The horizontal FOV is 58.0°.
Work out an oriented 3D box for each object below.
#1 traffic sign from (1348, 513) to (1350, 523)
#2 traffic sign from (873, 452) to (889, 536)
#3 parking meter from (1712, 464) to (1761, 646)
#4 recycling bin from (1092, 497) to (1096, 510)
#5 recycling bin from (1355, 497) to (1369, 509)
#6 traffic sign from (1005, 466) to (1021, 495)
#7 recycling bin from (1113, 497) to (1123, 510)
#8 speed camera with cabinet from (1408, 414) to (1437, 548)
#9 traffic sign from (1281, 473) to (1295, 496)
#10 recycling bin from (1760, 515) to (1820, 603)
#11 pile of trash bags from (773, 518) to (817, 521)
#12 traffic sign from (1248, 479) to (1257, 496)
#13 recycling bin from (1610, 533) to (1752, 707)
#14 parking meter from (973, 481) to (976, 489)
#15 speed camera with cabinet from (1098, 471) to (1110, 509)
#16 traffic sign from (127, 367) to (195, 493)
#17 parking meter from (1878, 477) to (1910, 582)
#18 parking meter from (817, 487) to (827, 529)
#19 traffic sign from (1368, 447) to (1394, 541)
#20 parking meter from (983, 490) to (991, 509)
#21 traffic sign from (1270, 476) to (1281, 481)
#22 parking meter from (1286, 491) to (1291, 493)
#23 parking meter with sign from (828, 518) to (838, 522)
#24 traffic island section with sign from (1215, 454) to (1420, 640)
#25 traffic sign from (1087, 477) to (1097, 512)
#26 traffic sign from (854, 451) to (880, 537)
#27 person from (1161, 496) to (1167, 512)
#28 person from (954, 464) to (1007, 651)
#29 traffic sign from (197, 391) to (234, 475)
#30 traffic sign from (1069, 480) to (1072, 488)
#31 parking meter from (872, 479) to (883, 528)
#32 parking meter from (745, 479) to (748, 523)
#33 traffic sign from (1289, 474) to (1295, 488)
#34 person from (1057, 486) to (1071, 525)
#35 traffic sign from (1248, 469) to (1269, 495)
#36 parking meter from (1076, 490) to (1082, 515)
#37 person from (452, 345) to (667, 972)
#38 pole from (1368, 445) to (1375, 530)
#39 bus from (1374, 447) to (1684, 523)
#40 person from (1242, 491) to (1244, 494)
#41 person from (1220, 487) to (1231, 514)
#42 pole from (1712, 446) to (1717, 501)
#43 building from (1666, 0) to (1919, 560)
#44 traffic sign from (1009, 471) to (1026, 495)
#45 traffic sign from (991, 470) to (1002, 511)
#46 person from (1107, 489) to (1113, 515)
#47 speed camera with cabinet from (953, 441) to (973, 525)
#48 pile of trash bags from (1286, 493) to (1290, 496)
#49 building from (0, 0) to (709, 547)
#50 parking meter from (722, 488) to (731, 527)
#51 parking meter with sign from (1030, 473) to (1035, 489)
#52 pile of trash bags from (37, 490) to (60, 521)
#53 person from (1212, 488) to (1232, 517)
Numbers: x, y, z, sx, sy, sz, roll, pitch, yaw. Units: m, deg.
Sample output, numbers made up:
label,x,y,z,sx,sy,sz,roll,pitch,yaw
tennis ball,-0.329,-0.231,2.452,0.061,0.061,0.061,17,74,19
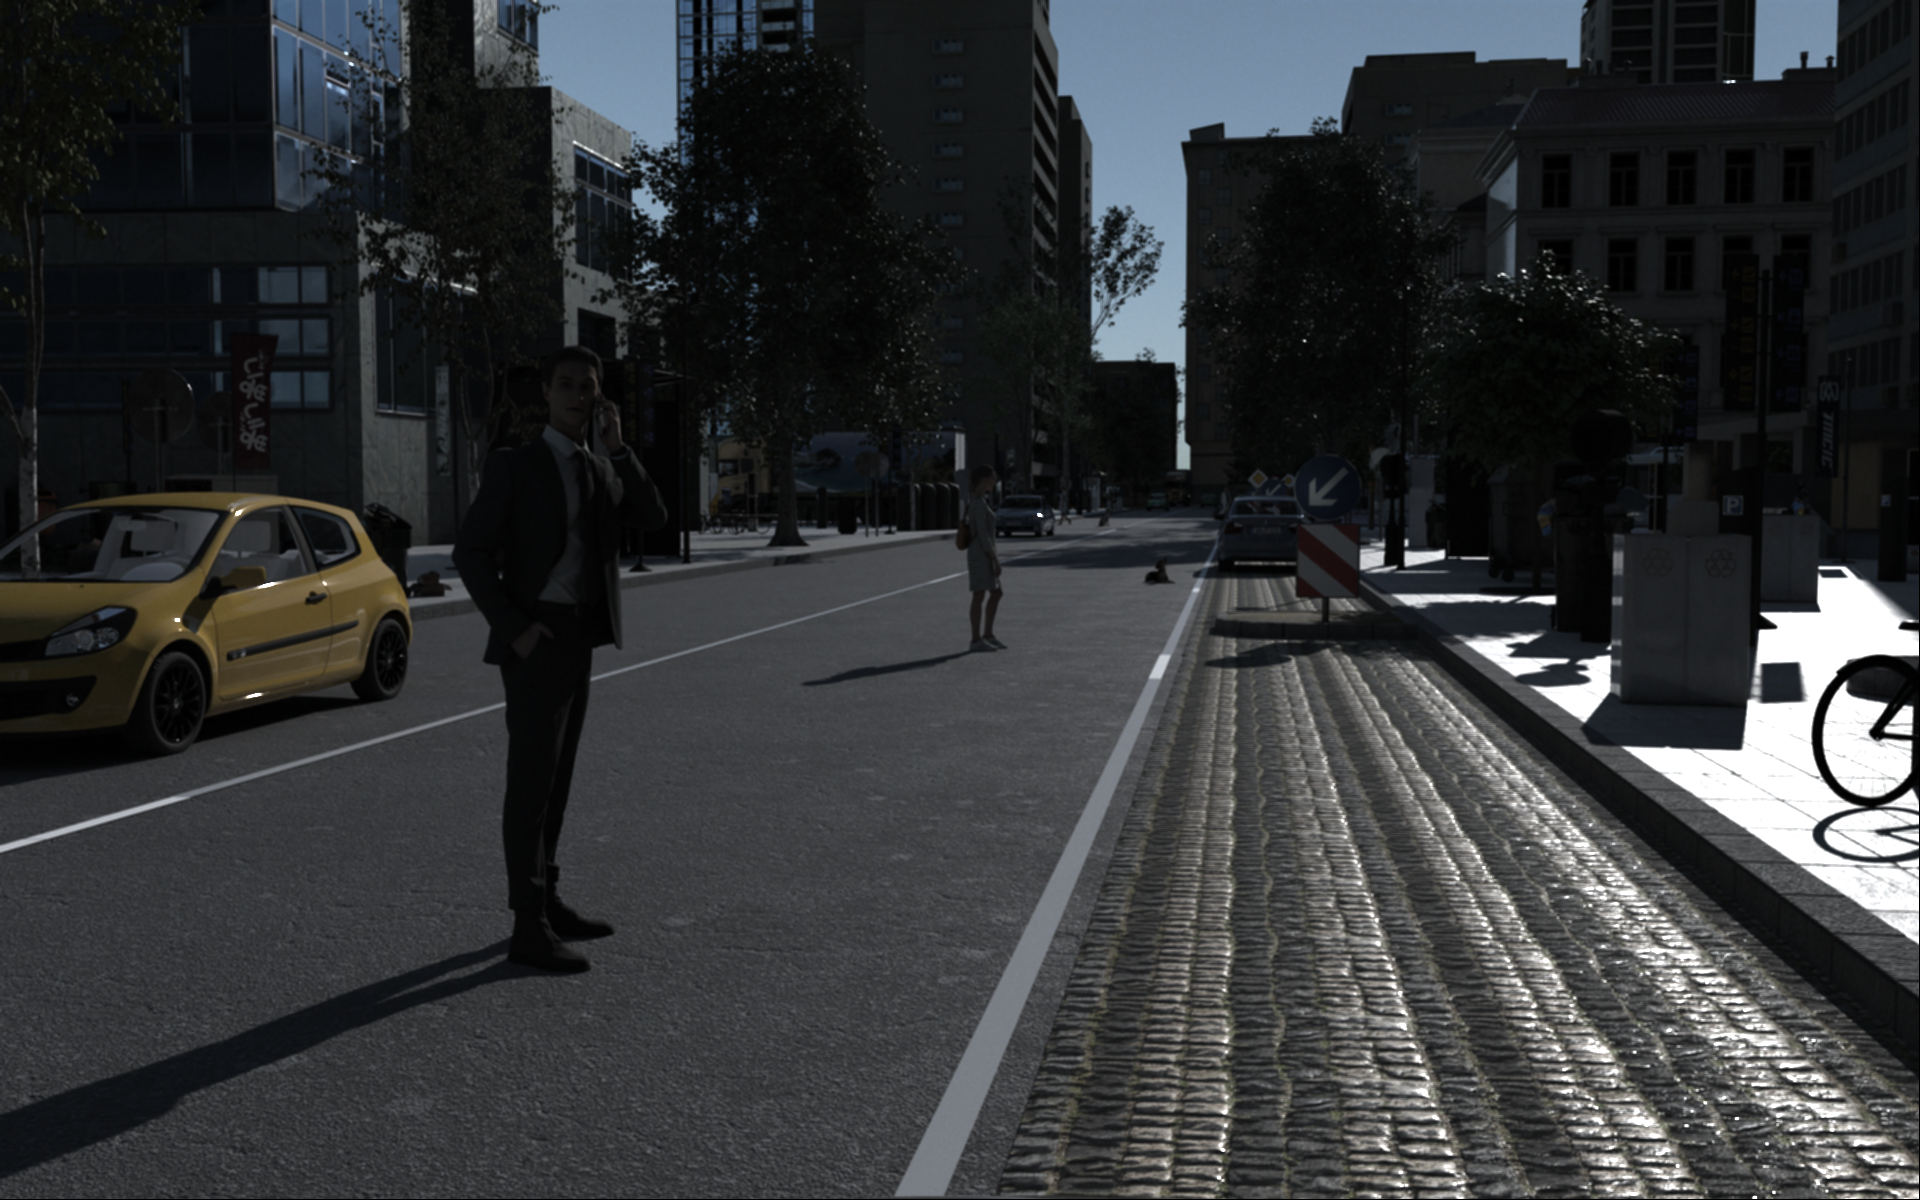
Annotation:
label,x,y,z,sx,sy,sz,roll,pitch,yaw
traffic sign,10.650,-2.830,47.450,0.795,2.450,0.064,1,4,10
traffic sign,-2.516,-3.202,52.466,0.768,2.556,0.104,1,4,13
parking meter,6.575,-0.385,14.713,0.372,1.533,0.369,0,3,0
recycling bin,10.417,-7.713,138.654,0.722,1.027,0.722,-1,4,-18
recycling bin,34.191,-8.223,146.992,0.722,1.027,0.722,-2,4,-25
traffic sign,2.390,-4.842,79.276,0.768,2.556,0.104,1,4,17
recycling bin,12.990,-7.999,143.339,0.722,1.027,0.722,-1,4,-18
speed camera with cabinet,11.282,-2.930,42.234,0.660,3.252,2.038,1,4,16
traffic sign,18.303,-5.836,96.604,0.795,2.450,0.064,1,4,18
recycling bin,9.806,-0.505,20.806,0.722,1.027,0.722,0,4,1
pile of trash bags,-7.583,-4.539,83.967,1.912,1.369,3.447,2,4,31
traffic sign,12.850,-4.371,75.105,0.795,2.450,0.064,1,4,9
recycling bin,4.483,0.107,10.809,0.722,1.027,0.722,1,4,15
parking meter,0.793,-4.326,76.438,0.399,1.863,0.255,-3,5,-42
speed camera with cabinet,11.821,-9.351,147.217,2.038,3.252,0.660,1,4,13
traffic sign,-8.051,-1.060,17.435,0.768,2.556,0.104,1,4,12
parking meter,13.715,-1.042,25.443,0.372,1.533,0.369,0,3,0
parking meter,-5.116,-3.409,64.141,0.372,1.533,0.369,0,3,0
traffic sign,11.442,-2.869,47.011,0.768,2.556,0.104,1,4,14
parking meter,1.111,-3.749,69.703,0.372,1.533,0.369,0,3,0
traffic sign,21.828,-7.336,120.056,0.768,2.556,0.104,1,4,10
parking meter,23.776,-7.162,125.510,0.372,1.533,0.369,0,3,0
parking meter with sign,-5.418,-5.198,81.249,1.738,3.016,0.543,-1,4,-22
traffic island section with sign,3.662,-0.571,17.967,1.989,1.847,2.006,1,4,9
traffic sign,9.538,-7.696,125.932,0.768,2.556,0.104,1,4,17
traffic sign,-2.772,-3.146,51.539,0.768,2.556,0.104,1,4,10
person,16.490,-7.780,139.950,0.590,1.304,0.306,-3,4,-36
person,0.204,-0.386,15.807,0.522,1.701,0.512,0,4,-7
traffic sign,-9.115,-1.303,21.411,0.768,2.556,0.104,1,4,16
traffic sign,7.972,-7.697,127.974,0.606,2.300,0.079,1,4,10
parking meter,-3.153,-3.683,65.935,0.399,1.863,0.255,-1,4,-13
parking meter,-8.206,-3.765,67.268,0.255,1.863,0.399,0,3,0
traffic sign,19.106,-6.044,99.999,0.795,2.450,0.064,1,4,16
person,4.850,-4.388,80.344,0.778,1.811,0.616,2,4,35
traffic sign,11.578,-3.889,67.222,0.795,2.450,0.064,1,4,9
parking meter,7.306,-5.968,105.989,0.372,1.533,0.369,0,3,0
person,-1.238,0.145,5.490,0.474,1.900,0.648,1,4,21
pole,14.725,-4.165,61.934,0.158,3.312,0.155,0,3,0
bus,22.339,-4.548,69.220,13.247,3.499,2.948,1,4,10
person,31.296,-11.131,191.206,0.721,1.735,1.217,2,4,25
person,15.317,-5.604,100.004,0.514,1.842,0.818,-3,5,-43
pole,32.115,-4.893,73.839,0.158,3.312,0.155,0,3,0
building,34.177,-21.131,37.372,32.217,40.220,23.993,1,4,9
traffic sign,2.542,-4.474,76.784,0.795,2.450,0.064,1,4,9
traffic sign,1.270,-3.991,68.901,0.795,2.450,0.064,1,4,9
person,10.346,-6.747,119.366,0.362,1.759,0.519,2,4,26
speed camera with cabinet,-0.028,-4.341,65.307,0.660,3.252,2.038,0,4,-5
pile of trash bags,20.696,-6.055,108.744,1.912,1.369,3.447,0,4,6
building,-25.863,-45.065,49.487,31.000,86.520,22.319,1,4,9
parking meter,-9.158,-3.643,67.974,0.372,1.533,0.369,0,3,0
parking meter with sign,6.154,-9.133,145.587,0.543,3.016,1.738,2,4,29
pile of trash bags,-19.602,-1.489,34.092,3.447,1.369,1.912,-3,5,-43
person,16.634,-6.163,109.474,1.509,1.804,0.699,-1,4,-15
